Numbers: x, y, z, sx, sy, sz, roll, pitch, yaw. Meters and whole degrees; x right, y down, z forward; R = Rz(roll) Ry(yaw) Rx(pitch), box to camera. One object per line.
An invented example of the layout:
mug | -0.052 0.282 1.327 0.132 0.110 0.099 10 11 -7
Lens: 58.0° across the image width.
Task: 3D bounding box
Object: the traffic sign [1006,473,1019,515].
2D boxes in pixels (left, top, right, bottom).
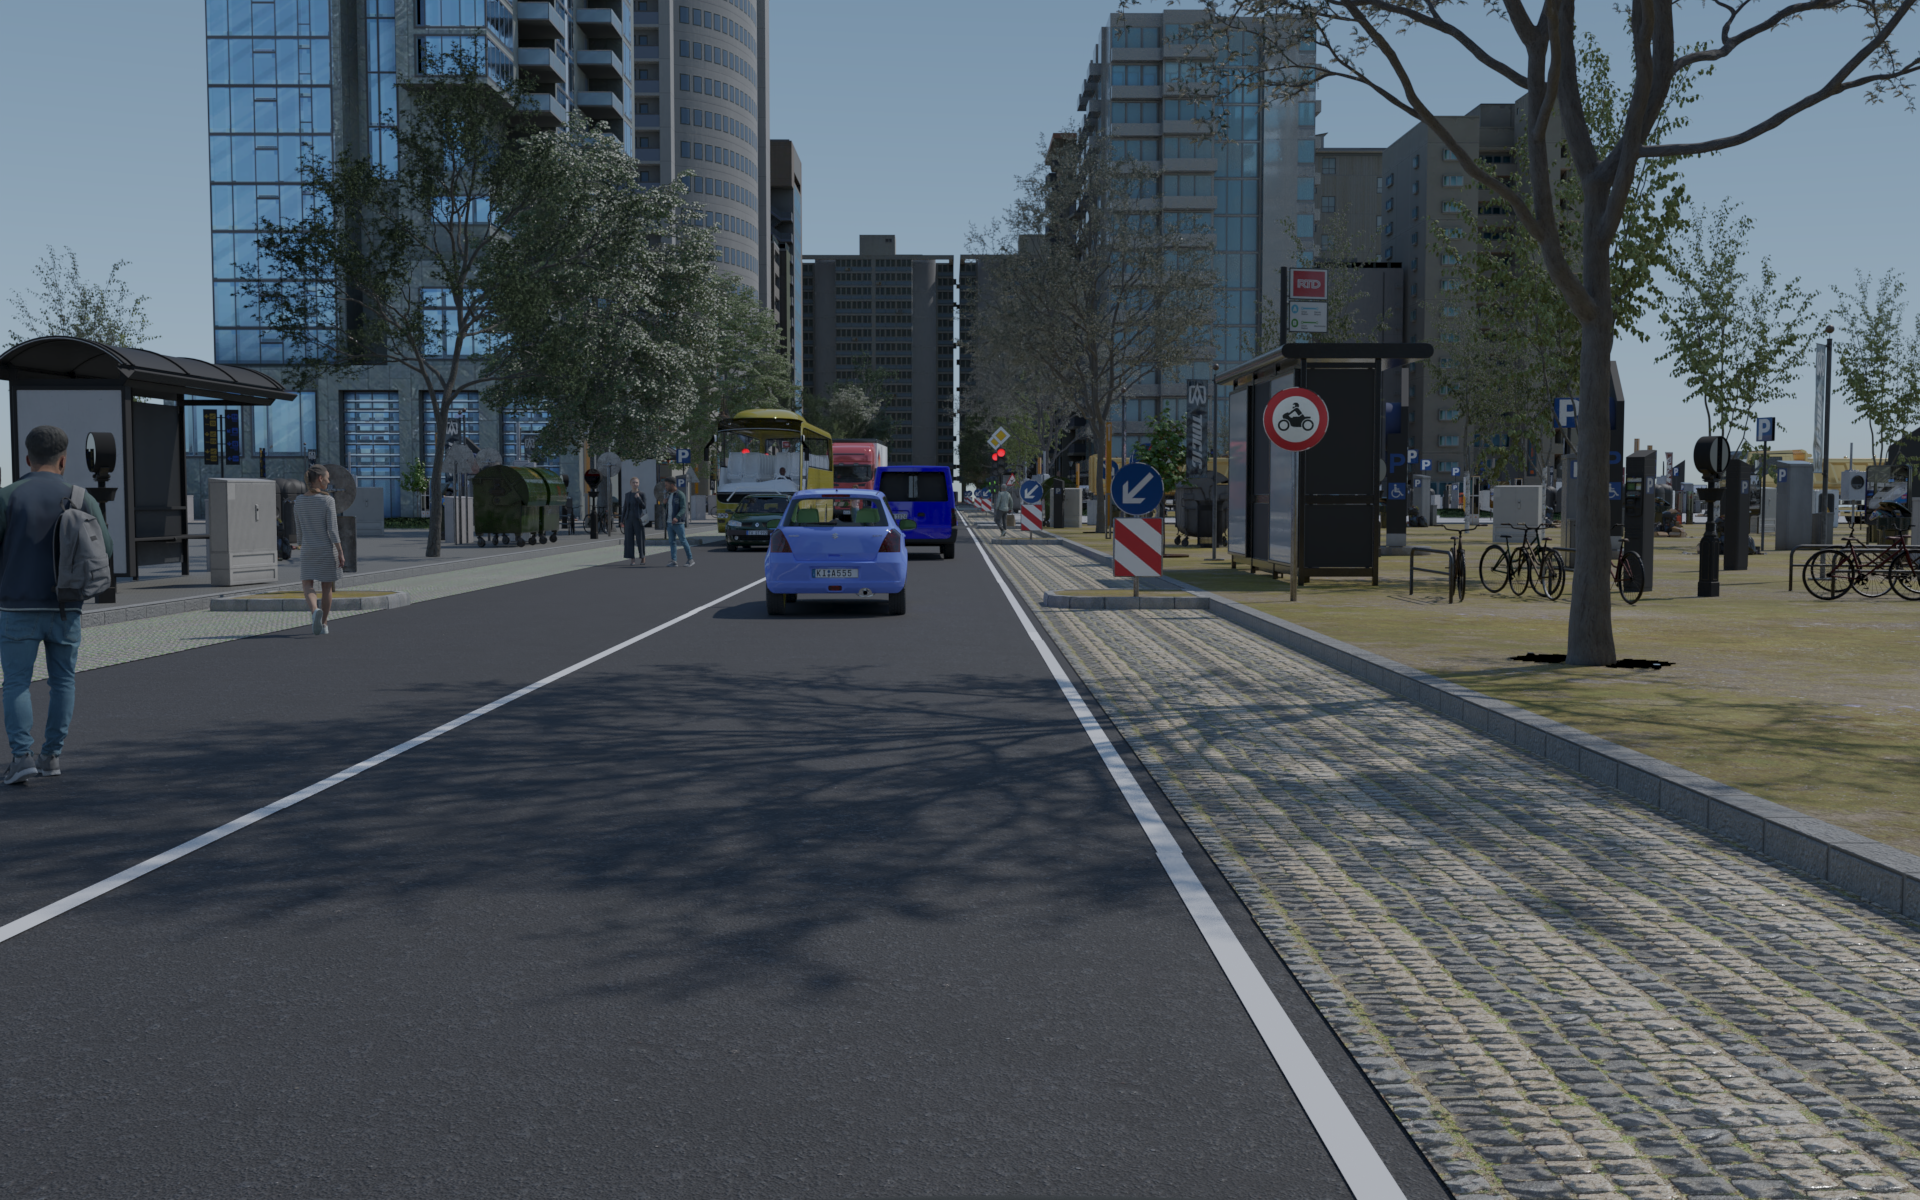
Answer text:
traffic sign | 3.244 -6.562 107.298 0.884 2.594 0.081 0 4 2

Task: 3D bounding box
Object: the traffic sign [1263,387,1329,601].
traffic sign | 3.995 -1.258 20.669 0.768 2.556 0.104 0 4 8

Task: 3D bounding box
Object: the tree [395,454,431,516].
tree | -25.720 -5.367 82.357 1.663 3.219 1.824 0 3 0

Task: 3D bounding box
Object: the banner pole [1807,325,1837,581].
banner pole | 12.708 -2.173 25.549 0.401 3.779 0.863 3 5 42

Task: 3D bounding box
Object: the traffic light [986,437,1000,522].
traffic light | 1.613 -5.546 79.606 0.839 4.253 0.868 0 4 0

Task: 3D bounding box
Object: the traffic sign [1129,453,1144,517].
traffic sign | 5.081 -2.940 48.181 0.768 2.556 0.104 0 4 6

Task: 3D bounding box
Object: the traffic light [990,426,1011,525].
traffic light | 1.674 -5.058 71.621 0.839 4.253 0.868 0 4 0

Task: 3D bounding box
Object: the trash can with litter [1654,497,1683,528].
trash can with litter | 25.837 -3.175 63.297 1.055 1.170 0.624 0 4 -7

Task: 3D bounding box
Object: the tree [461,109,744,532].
tree | -11.935 -9.252 57.928 9.857 13.997 8.962 0 3 0

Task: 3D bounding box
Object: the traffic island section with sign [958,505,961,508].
traffic island section with sign | 0.878 -10.616 182.205 1.989 1.847 2.006 0 4 0

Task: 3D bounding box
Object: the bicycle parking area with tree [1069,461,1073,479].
bicycle parking area with tree | 12.165 -9.987 150.286 8.231 4.147 9.016 1 4 19

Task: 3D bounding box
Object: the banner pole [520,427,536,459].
banner pole | -16.193 -4.566 64.669 0.863 3.779 0.401 1 4 11

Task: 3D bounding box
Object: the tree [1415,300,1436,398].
tree | 16.719 -6.463 56.026 4.360 8.622 3.978 0 3 0

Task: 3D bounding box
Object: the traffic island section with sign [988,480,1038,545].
traffic island section with sign | 1.895 -2.500 49.508 1.989 1.847 2.006 0 4 0

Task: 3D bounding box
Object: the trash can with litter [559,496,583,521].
trash can with litter | -19.014 -4.358 82.303 2.233 1.210 1.678 0 4 6

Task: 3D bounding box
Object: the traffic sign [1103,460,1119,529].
traffic sign | 5.460 -3.889 63.691 0.768 2.556 0.104 0 4 7

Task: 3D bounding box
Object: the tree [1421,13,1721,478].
tree | 9.449 -4.645 26.306 4.737 8.622 4.395 0 3 0

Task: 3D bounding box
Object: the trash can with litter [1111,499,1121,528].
trash can with litter | 6.077 -3.358 66.286 0.624 1.170 1.055 -2 4 -31

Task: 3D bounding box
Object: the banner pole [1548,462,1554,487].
banner pole | 46.461 -8.949 136.336 0.401 3.779 0.863 -1 4 -15

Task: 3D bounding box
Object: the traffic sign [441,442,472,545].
traffic sign | -12.592 -2.641 43.186 0.884 2.594 0.081 0 4 4

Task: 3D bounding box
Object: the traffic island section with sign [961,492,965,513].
traffic island section with sign | 1.262 -7.560 132.238 1.989 1.847 2.006 0 4 0

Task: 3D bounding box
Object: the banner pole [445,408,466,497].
banner pole | -14.567 -3.683 50.229 0.863 3.779 0.401 -3 5 -43

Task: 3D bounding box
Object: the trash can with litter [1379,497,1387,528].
trash can with litter | 16.023 -3.258 64.650 1.055 1.170 0.624 -3 5 -43

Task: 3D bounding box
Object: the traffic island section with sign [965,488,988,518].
traffic island section with sign | 1.466 -5.871 104.625 1.989 1.847 2.006 0 4 0

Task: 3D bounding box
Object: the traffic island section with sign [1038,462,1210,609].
traffic island section with sign | 2.092 -0.836 22.296 1.989 1.847 2.006 0 4 0

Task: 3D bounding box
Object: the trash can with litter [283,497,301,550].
trash can with litter | -15.776 -1.767 39.946 1.678 1.210 2.233 2 4 34

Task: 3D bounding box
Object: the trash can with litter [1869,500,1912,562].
trash can with litter | 17.800 -1.304 32.711 1.055 1.170 0.624 -1 4 -16

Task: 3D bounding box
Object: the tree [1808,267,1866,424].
tree | 18.893 -5.651 42.752 4.737 8.622 4.395 0 3 0

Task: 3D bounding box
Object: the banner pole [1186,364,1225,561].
banner pole | 4.698 -2.647 33.296 0.863 3.779 0.401 -1 4 -20

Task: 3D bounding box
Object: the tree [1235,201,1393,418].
tree | 9.093 -5.753 44.426 4.360 8.622 3.978 0 3 0

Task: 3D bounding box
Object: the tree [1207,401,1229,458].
tree | 20.387 -11.203 133.538 4.360 8.622 3.978 0 3 0

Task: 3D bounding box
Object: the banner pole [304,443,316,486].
banner pole | -31.788 -5.789 84.670 0.401 3.779 0.863 2 4 34

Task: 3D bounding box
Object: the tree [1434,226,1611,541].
tree | 16.025 -5.962 47.836 4.360 8.622 3.978 0 3 0

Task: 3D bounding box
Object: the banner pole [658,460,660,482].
banner pole | -14.621 -5.638 82.199 0.863 3.779 0.401 -1 4 -21

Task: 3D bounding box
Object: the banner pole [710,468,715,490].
banner pole | -19.238 -8.905 135.610 0.863 3.779 0.401 1 4 18

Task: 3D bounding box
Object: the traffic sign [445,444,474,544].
traffic sign | -12.847 -2.714 44.478 0.768 2.556 0.104 0 4 5

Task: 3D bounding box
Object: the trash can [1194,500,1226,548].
trash can | 5.969 -1.816 41.353 0.748 1.137 0.748 0 3 0

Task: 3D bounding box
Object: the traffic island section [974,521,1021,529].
traffic island section | 1.654 -3.513 79.720 2.009 0.180 2.903 0 4 0

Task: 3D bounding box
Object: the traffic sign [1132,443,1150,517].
traffic sign | 4.677 -2.638 43.240 0.768 2.556 0.104 0 4 7

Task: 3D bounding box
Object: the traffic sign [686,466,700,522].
traffic sign | -12.354 -4.855 79.377 0.884 2.594 0.081 1 4 8

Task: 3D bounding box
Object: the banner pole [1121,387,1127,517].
banner pole | 3.839 -3.088 40.503 0.401 3.779 0.863 0 4 -1

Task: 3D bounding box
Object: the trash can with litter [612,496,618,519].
trash can with litter | -18.045 -4.859 90.835 0.624 1.170 1.055 -2 4 -34

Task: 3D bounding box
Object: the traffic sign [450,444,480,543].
traffic sign | -12.870 -2.763 45.171 0.884 2.594 0.081 0 4 5

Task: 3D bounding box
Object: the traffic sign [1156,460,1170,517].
traffic sign | 4.226 -2.261 36.971 0.884 2.594 0.081 0 4 1

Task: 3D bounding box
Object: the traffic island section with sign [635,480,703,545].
traffic island section with sign | -8.335 -2.463 48.891 1.989 1.847 2.006 0 4 0

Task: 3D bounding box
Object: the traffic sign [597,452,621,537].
traffic sign | -10.589 -3.188 52.237 0.768 2.556 0.104 0 4 8

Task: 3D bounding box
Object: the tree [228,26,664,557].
tree | -10.481 -6.140 34.799 7.601 10.594 8.767 2 4 35

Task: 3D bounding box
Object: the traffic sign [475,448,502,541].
traffic sign | -12.923 -2.896 47.460 0.768 2.556 0.104 0 4 5

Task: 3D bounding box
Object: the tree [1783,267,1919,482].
tree | 29.915 -6.458 55.953 4.737 8.622 4.395 0 3 0

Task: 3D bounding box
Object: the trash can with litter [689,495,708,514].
trash can with litter | -18.963 -7.045 126.241 2.233 1.210 1.678 -3 5 -43
